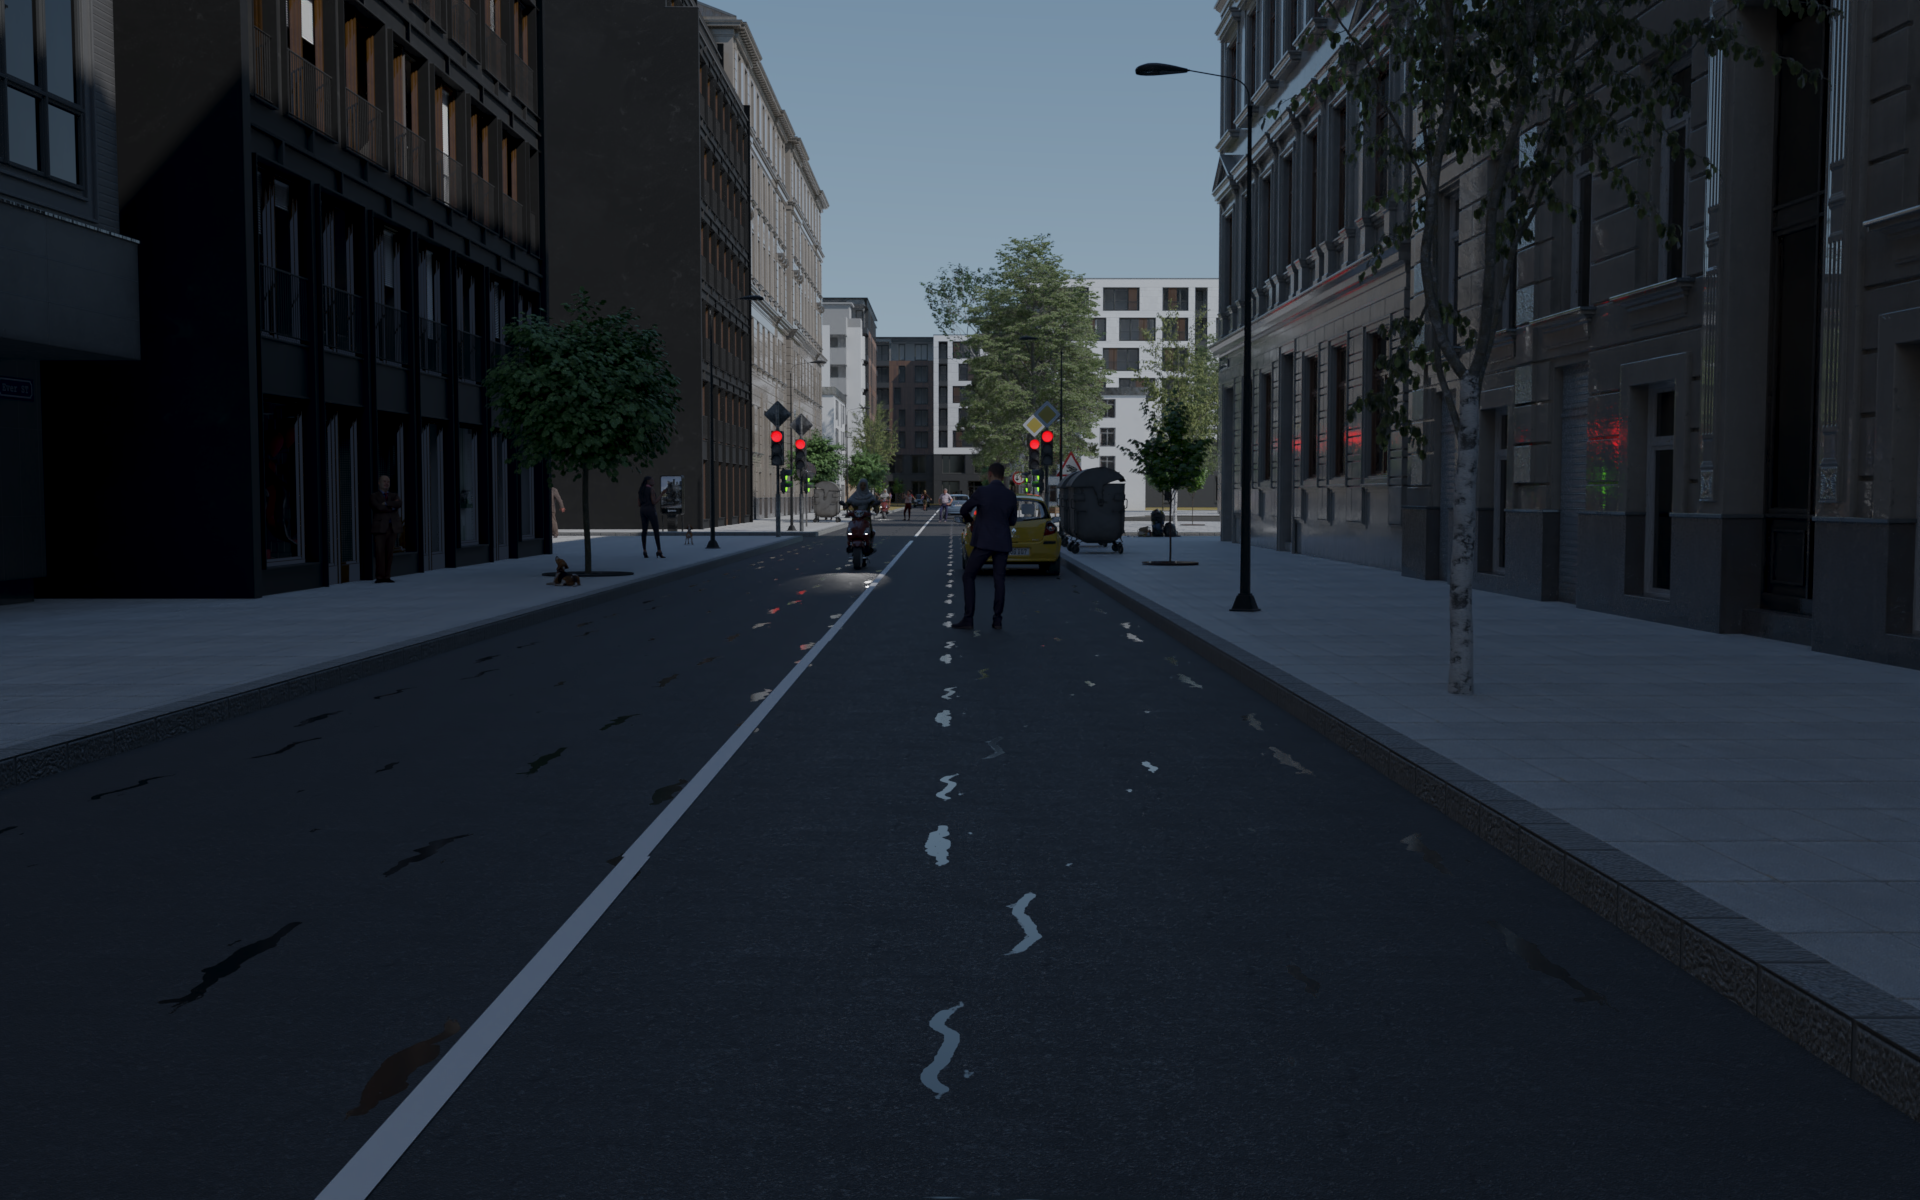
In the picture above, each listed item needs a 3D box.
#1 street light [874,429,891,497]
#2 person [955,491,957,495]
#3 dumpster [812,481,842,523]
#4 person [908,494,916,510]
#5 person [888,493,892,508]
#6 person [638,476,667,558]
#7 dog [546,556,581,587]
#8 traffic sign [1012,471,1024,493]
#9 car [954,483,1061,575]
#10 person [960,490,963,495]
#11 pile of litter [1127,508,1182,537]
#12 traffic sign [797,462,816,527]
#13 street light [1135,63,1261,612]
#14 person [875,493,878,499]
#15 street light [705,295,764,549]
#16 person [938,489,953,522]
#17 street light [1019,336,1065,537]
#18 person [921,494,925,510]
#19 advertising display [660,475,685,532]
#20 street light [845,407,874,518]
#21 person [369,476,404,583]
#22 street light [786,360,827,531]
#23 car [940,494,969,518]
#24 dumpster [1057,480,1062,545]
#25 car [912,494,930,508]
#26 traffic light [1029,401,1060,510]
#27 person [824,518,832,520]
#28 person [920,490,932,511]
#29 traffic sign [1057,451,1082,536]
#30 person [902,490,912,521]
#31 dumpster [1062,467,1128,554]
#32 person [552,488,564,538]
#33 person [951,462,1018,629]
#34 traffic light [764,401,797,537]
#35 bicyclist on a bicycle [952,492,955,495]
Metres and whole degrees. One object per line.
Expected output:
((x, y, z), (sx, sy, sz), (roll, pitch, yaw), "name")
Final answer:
((-5.625, -9.280, 124.269), (1.470, 5.913, 1.316), (0, 4, 0), "street light")
((-0.320, -11.528, 197.657), (0.721, 1.739, 1.217), (2, 4, 24), "person")
((-6.008, -4.428, 78.158), (1.264, 1.857, 1.865), (0, 4, 0), "dumpster")
((-4.482, -9.041, 156.266), (0.705, 1.831, 1.348), (-3, 4, -37), "person")
((-6.484, -9.131, 158.571), (0.421, 1.427, 0.697), (-1, 4, -21), "person")
((-6.153, -1.662, 34.694), (0.593, 1.643, 0.415), (-1, 4, -8), "person")
((-5.568, -0.396, 24.206), (0.550, 0.427, 0.748), (0, 4, -3), "dog")
((3.249, -5.799, 94.924), (0.768, 2.556, 0.104), (0, 4, 5), "traffic sign")
((0.898, -1.327, 31.912), (2.015, 1.641, 3.980), (0, 4, -1), "car")
((0.118, -12.097, 205.922), (0.705, 1.869, 1.348), (-1, 4, -8), "person")
((5.817, -2.323, 51.953), (1.719, 0.858, 1.176), (0, 4, 2), "pile of litter")
((-6.034, -4.153, 68.015), (0.768, 2.556, 0.104), (0, 4, 1), "traffic sign")
((2.587, -2.831, 18.835), (1.470, 5.913, 1.316), (0, 4, 0), "street light")
((-8.425, -10.043, 170.962), (1.217, 1.735, 0.721), (2, 4, 33), "person")
((-5.279, -4.163, 40.598), (1.470, 5.913, 1.316), (0, 4, 0), "street light")
((-0.784, -4.793, 87.808), (0.756, 1.711, 0.436), (2, 4, 27), "person")
((2.442, -4.803, 51.077), (1.470, 5.913, 1.316), (0, 4, 0), "street light")
((-3.260, -8.765, 155.032), (0.421, 1.427, 0.697), (2, 4, 30), "person")
((-9.849, -3.307, 59.275), (0.974, 1.923, 0.123), (2, 4, 30), "advertising display")
((-5.468, -7.321, 92.231), (1.470, 5.913, 1.316), (0, 4, 0), "street light")
((-8.275, -1.022, 25.028), (0.482, 1.546, 0.388), (-2, 4, -35), "person")
((-5.322, -5.361, 60.194), (1.470, 5.913, 1.316), (0, 4, 0), "street light")
((-0.148, -5.546, 102.678), (2.014, 1.417, 4.499), (0, 4, -1), "car")
((3.044, -2.244, 42.455), (1.264, 1.857, 1.865), (0, 4, 0), "dumpster")
((-4.101, -10.719, 185.034), (2.009, 1.686, 4.222), (0, 4, 0), "car")
((2.563, -3.810, 51.544), (0.839, 4.213, 0.868), (0, 4, 0), "traffic light")
((-6.425, -4.696, 84.297), (0.593, 1.643, 0.415), (0, 4, 7), "person")
((-2.918, -8.476, 147.605), (1.217, 1.766, 0.721), (3, 4, 36), "person")
((3.371, -3.221, 52.673), (0.884, 2.594, 0.081), (0, 4, 2), "traffic sign")
((-2.865, -5.112, 93.537), (0.566, 1.644, 0.517), (-1, 4, -11), "person")
((2.979, -1.955, 37.730), (1.264, 1.857, 1.865), (0, 4, 0), "dumpster")
((-12.060, -2.701, 50.764), (0.990, 1.755, 0.434), (1, 4, 15), "person")
((0.252, -0.587, 18.539), (0.683, 1.767, 0.568), (-1, 4, -22), "person")
((-5.398, -3.807, 51.494), (0.839, 4.213, 0.868), (0, 4, 0), "traffic light")
((-0.563, -8.588, 150.437), (1.499, 1.676, 1.625), (0, 4, -2), "bicyclist on a bicycle")
